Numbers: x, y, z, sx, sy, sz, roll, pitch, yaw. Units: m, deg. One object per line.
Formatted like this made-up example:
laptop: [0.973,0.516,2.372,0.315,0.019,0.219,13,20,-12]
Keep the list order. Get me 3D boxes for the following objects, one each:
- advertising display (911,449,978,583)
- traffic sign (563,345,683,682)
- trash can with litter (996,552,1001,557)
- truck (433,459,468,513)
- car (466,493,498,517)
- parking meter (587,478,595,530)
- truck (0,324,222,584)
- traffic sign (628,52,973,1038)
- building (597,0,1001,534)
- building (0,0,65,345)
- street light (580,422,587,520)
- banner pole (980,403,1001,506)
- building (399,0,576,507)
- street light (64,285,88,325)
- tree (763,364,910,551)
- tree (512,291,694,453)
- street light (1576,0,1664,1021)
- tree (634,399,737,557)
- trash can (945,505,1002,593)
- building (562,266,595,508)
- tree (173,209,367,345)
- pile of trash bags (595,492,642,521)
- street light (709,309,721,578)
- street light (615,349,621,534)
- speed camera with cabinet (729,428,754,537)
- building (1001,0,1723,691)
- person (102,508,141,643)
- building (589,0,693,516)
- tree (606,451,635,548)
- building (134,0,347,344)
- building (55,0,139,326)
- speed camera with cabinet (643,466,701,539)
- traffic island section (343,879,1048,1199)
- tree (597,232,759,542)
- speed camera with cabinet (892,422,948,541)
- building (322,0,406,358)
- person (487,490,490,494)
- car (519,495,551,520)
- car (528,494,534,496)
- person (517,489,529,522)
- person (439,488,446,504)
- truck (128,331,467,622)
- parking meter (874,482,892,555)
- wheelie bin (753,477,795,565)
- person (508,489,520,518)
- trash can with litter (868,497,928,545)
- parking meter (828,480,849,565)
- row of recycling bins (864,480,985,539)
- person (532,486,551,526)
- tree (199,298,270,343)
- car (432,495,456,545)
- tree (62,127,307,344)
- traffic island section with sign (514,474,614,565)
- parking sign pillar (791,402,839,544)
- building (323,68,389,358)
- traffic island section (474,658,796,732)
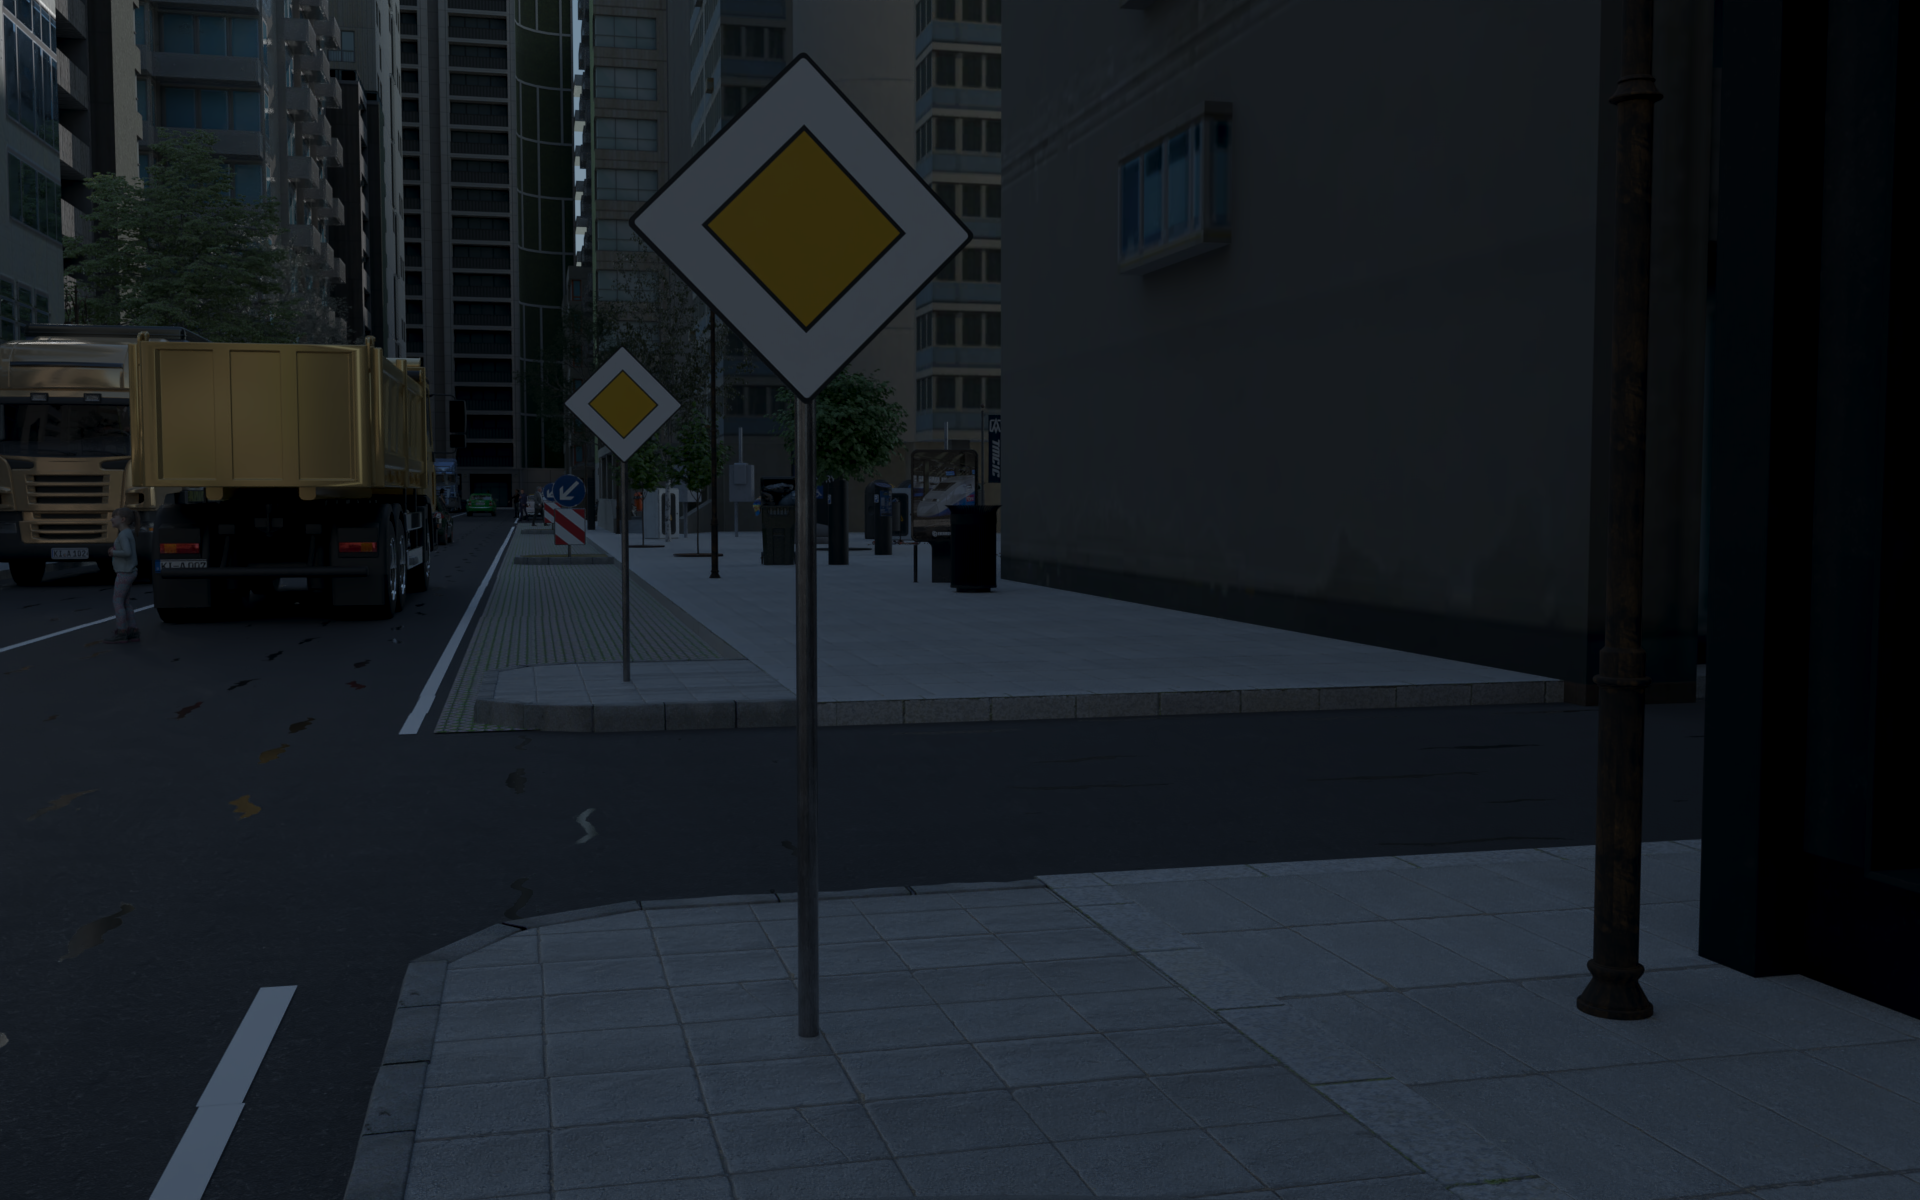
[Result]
advertising display: [-0.223,-1.211,25.017,0.974,1.923,0.123,1,4,9]
traffic sign: [-2.285,-0.499,11.796,0.795,2.450,0.064,-1,4,-14]
trash can with litter: [1.139,-1.515,35.823,1.678,1.210,2.233,1,4,14]
truck: [-40.556,-9.000,136.913,2.967,4.110,18.799,-1,4,-12]
car: [-30.978,-6.321,112.151,1.959,1.807,4.718,-1,4,-13]
parking meter: [-13.209,-3.443,61.997,0.255,1.863,0.399,-1,4,-18]
truck: [-14.710,-2.575,31.017,2.839,4.237,11.283,-1,4,-14]
traffic sign: [-0.362,-0.025,4.045,0.795,2.450,0.064,-1,4,-14]
building: [2.628,-22.885,66.046,32.217,40.220,23.993,-1,4,-14]
building: [-88.168,-50.201,133.460,31.000,86.520,22.319,-1,4,-14]
street light: [-18.335,-6.854,84.850,0.468,5.910,1.993,-1,4,-14]
banner pole: [0.849,-3.547,48.016,0.863,3.779,0.401,-1,4,-15]
building: [-48.957,-44.922,172.732,20.611,71.187,20.563,-1,4,-14]
street light: [-19.584,-4.021,38.538,0.468,5.910,1.993,-1,4,-14]
tree: [-2.822,-3.423,39.684,4.285,4.588,4.351,0,3,0]
tree: [-15.980,-8.844,79.007,8.767,10.594,7.601,-1,4,-17]
street light: [1.628,-1.917,4.128,0.468,5.910,1.993,-1,4,-14]
tree: [-5.532,-2.507,35.592,1.663,3.219,1.824,0,3,0]
trash can: [0.178,-0.673,22.654,0.748,1.137,0.748,0,3,0]
building: [-19.630,-18.569,148.642,27.650,21.520,28.899,-1,4,-14]
tree: [-30.225,-10.106,75.607,12.009,13.543,11.850,0,3,0]
pile of trash bags: [-16.130,-4.454,82.575,1.912,1.369,3.447,2,4,25]
street light: [-3.741,-3.271,26.264,0.468,5.910,1.993,-1,4,-14]
street light: [-10.962,-5.050,55.357,0.468,5.910,1.993,-1,4,-14]
speed camera with cabinet: [-5.832,-3.511,51.737,2.038,3.252,0.660,0,4,2]
building: [11.851,-24.424,23.030,21.600,48.544,21.300,-1,4,-14]
person: [-8.098,-0.241,16.725,0.394,1.301,0.425,-3,5,-40]
building: [-13.118,-25.157,94.906,14.154,41.232,14.086,-1,4,-14]
tree: [-7.545,-2.885,41.763,1.663,3.219,1.824,0,3,0]
building: [-46.044,-29.000,93.756,23.786,49.044,30.456,-1,4,-14]
building: [-37.113,-17.594,59.360,14.160,30.474,14.107,-1,4,-14]
speed camera with cabinet: [-8.285,-3.401,49.936,0.660,3.252,2.038,2,4,28]
traffic island section: [-0.341,1.110,4.128,2.009,0.180,2.903,-1,4,-14]
tree: [-7.595,-5.860,46.166,4.360,8.622,3.978,0,3,0]
speed camera with cabinet: [-1.086,-3.261,47.646,2.038,3.252,0.660,1,4,23]
building: [-59.075,-33.605,138.674,27.495,52.752,28.713,-1,4,-14]
person: [-36.103,-7.528,132.305,0.721,1.735,1.217,2,4,26]
car: [-23.616,-5.180,97.059,2.083,1.381,4.827,-1,4,-16]
car: [-37.323,-8.691,152.316,2.015,1.641,3.980,-1,4,-14]
person: [-22.756,-4.939,90.172,0.541,1.710,0.530,3,5,43]
person: [-27.420,-5.068,92.087,0.721,1.735,1.217,-1,4,-14]
truck: [-8.573,-1.667,23.174,3.469,3.379,9.791,-1,4,-13]
parking meter: [-1.615,-1.714,36.436,0.372,1.533,0.369,0,3,0]
wheelie bin: [-3.264,-1.438,31.425,0.980,1.594,0.693,0,4,-6]
person: [-26.447,-5.734,103.066,1.217,1.723,0.721,3,4,36]
trash can with litter: [-1.361,-2.021,44.095,2.233,1.210,1.678,-1,4,-13]
parking meter: [-2.206,-1.406,31.406,0.372,1.533,0.369,0,3,0]
row of recycling bins: [-1.022,-2.604,49.681,3.534,1.692,1.069,-1,4,-20]
person: [-18.665,-4.170,77.072,0.834,1.777,0.661,0,4,3]
tree: [-26.917,-6.875,62.773,4.360,8.622,3.978,0,3,0]
car: [-15.521,-2.440,49.681,2.009,1.686,4.222,-1,4,-13]
tree: [-24.112,-8.298,53.802,7.486,12.596,7.792,0,3,0]
traffic island section with sign: [-8.189,-1.659,35.758,1.989,1.847,2.006,-1,4,-14]
parking sign pillar: [-3.721,-3.450,44.875,1.447,3.967,1.447,0,4,-3]
building: [-46.589,-21.125,117.100,14.160,30.474,14.107,-1,4,-14]
traffic island section: [-2.264,0.636,11.879,2.009,0.180,2.903,-1,4,-14]
